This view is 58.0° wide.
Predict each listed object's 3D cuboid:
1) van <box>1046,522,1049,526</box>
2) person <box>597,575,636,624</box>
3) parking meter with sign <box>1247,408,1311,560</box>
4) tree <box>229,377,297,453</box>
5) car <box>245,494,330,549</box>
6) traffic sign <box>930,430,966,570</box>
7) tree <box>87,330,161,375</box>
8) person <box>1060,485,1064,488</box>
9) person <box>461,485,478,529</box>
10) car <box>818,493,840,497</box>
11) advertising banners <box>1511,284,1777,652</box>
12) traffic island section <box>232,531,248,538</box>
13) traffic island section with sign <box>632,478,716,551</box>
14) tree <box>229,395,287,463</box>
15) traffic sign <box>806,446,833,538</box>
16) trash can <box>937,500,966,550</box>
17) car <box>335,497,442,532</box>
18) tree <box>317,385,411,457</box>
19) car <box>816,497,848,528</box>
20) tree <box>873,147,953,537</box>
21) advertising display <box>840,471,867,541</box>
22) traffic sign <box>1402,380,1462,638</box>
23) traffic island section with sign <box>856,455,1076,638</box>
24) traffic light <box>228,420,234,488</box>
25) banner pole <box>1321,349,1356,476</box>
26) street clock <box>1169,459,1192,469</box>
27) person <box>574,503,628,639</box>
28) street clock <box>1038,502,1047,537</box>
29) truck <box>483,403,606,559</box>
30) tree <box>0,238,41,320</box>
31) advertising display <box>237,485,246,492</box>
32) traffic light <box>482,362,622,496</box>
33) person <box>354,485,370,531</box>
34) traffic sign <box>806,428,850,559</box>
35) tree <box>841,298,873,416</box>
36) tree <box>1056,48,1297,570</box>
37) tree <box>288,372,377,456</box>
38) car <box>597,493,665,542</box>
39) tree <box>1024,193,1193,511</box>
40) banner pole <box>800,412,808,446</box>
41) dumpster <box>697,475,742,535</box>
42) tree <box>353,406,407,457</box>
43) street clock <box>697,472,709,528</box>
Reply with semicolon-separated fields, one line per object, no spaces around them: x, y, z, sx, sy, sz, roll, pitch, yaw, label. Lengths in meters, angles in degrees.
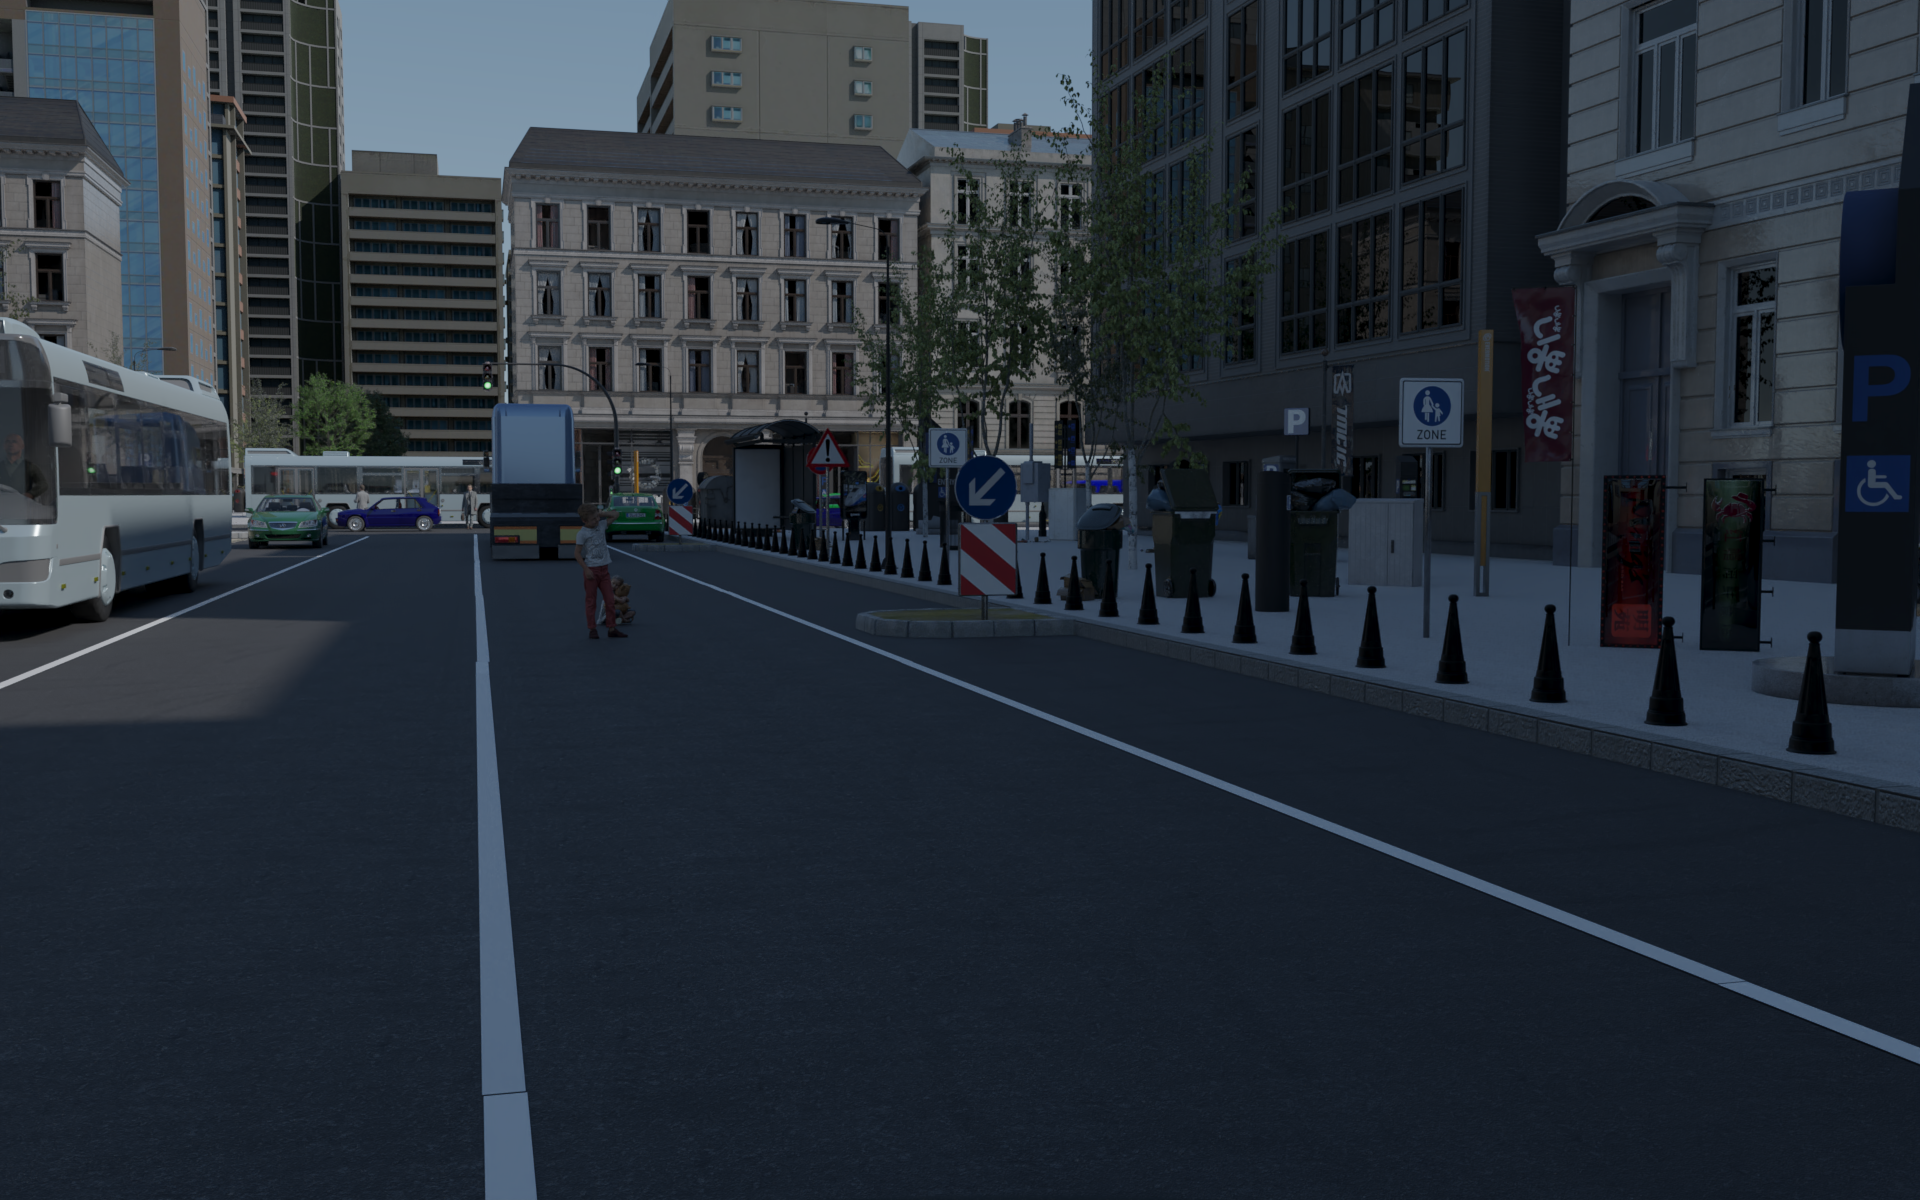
5.986;-4.326;75.117;5.245;2.365;2.240;-1;4;-15;van
-3.781;-0.002;19.011;0.357;0.543;0.381;1;4;17;person
6.321;-2.337;34.468;0.543;3.016;1.738;3;4;37;parking meter with sign
-43.165;-9.625;107.726;4.360;8.622;3.978;0;3;0;tree
-18.220;-2.156;47.051;2.131;1.459;4.920;-1;4;-17;car
-0.192;-1.522;27.019;0.606;2.300;0.079;-1;4;-13;traffic sign
-37.224;-7.783;77.606;4.360;8.622;3.978;0;3;0;tree
3.895;-3.645;68.283;0.592;1.802;0.473;-1;4;-12;person
-19.906;-3.767;70.198;0.694;1.812;0.767;0;4;-5;person
-5.804;-4.184;77.206;4.718;1.807;1.959;-1;4;-18;car
5.621;-1.110;14.342;2.074;3.025;0.090;1;4;22;advertising banners
-24.633;-2.160;57.602;2.009;0.180;2.903;-1;4;-16;traffic island section
-7.337;-2.177;44.225;1.989;1.847;2.006;-1;4;-16;traffic island section with sign
-52.019;-10.887;128.357;4.737;8.622;4.395;0;3;0;tree
-3.681;-2.793;45.771;0.768;2.556;0.104;-1;4;-15;traffic sign
-0.160;-1.708;39.586;0.748;1.137;0.748;0;3;0;trash can
-21.960;-3.308;66.662;3.894;1.354;1.945;-1;4;-15;car
-62.809;-16.248;182.667;9.611;12.733;9.660;0;3;0;tree
-5.693;-3.324;66.935;3.894;1.354;1.945;-1;4;-16;car
0.582;-5.215;35.626;4.737;8.622;4.395;0;3;0;tree
-2.938;-2.612;47.927;0.123;1.923;0.974;3;5;40;advertising display
4.162;-0.811;15.388;0.606;2.300;0.079;-1;4;-12;traffic sign
-0.040;-0.590;18.273;1.989;1.847;2.006;-1;4;-16;traffic island section with sign
-24.592;-4.193;57.479;0.839;4.253;0.868;-1;4;-16;traffic light
6.432;-2.431;29.764;0.401;3.779;0.863;-3;5;-39;banner pole
4.592;-1.929;36.105;0.471;2.002;0.358;-2;4;-31;street clock
-3.570;-0.294;17.220;0.340;1.345;0.435;3;4;37;person
2.486;-2.907;52.100;0.471;2.002;0.358;-2;4;-26;street clock
-11.215;-3.442;46.043;2.967;4.110;18.799;-1;4;-15;truck
-24.563;-5.588;41.730;4.360;8.622;3.978;0;3;0;tree
-51.781;-7.351;125.398;0.974;1.923;0.123;-1;4;-23;advertising display
-14.107;-5.237;60.287;4.771;5.953;1.251;-1;4;-16;traffic light
-23.448;-3.613;67.768;0.583;1.804;0.606;3;4;36;person
-2.609;-2.089;34.164;0.884;2.594;0.081;-1;4;-14;traffic sign
-1.258;-6.156;51.014;4.737;8.622;4.395;0;3;0;tree
3.124;-4.814;29.068;4.737;8.622;4.395;0;3;0;tree
-53.630;-13.605;148.193;9.928;11.665;9.643;0;3;0;tree
-10.083;-2.705;53.017;1.959;1.807;4.718;-1;4;-15;car
3.280;-5.632;42.438;4.360;8.622;3.978;0;3;0;tree
-4.745;-3.841;52.812;0.401;3.779;0.863;-1;4;-21;banner pole
-7.421;-2.943;53.882;1.264;1.857;1.865;-1;4;-16;dumpster
-66.924;-16.996;199.939;6.751;12.117;7.091;0;3;0;tree
-8.419;-3.193;56.775;0.358;2.002;0.471;1;4;14;street clock
